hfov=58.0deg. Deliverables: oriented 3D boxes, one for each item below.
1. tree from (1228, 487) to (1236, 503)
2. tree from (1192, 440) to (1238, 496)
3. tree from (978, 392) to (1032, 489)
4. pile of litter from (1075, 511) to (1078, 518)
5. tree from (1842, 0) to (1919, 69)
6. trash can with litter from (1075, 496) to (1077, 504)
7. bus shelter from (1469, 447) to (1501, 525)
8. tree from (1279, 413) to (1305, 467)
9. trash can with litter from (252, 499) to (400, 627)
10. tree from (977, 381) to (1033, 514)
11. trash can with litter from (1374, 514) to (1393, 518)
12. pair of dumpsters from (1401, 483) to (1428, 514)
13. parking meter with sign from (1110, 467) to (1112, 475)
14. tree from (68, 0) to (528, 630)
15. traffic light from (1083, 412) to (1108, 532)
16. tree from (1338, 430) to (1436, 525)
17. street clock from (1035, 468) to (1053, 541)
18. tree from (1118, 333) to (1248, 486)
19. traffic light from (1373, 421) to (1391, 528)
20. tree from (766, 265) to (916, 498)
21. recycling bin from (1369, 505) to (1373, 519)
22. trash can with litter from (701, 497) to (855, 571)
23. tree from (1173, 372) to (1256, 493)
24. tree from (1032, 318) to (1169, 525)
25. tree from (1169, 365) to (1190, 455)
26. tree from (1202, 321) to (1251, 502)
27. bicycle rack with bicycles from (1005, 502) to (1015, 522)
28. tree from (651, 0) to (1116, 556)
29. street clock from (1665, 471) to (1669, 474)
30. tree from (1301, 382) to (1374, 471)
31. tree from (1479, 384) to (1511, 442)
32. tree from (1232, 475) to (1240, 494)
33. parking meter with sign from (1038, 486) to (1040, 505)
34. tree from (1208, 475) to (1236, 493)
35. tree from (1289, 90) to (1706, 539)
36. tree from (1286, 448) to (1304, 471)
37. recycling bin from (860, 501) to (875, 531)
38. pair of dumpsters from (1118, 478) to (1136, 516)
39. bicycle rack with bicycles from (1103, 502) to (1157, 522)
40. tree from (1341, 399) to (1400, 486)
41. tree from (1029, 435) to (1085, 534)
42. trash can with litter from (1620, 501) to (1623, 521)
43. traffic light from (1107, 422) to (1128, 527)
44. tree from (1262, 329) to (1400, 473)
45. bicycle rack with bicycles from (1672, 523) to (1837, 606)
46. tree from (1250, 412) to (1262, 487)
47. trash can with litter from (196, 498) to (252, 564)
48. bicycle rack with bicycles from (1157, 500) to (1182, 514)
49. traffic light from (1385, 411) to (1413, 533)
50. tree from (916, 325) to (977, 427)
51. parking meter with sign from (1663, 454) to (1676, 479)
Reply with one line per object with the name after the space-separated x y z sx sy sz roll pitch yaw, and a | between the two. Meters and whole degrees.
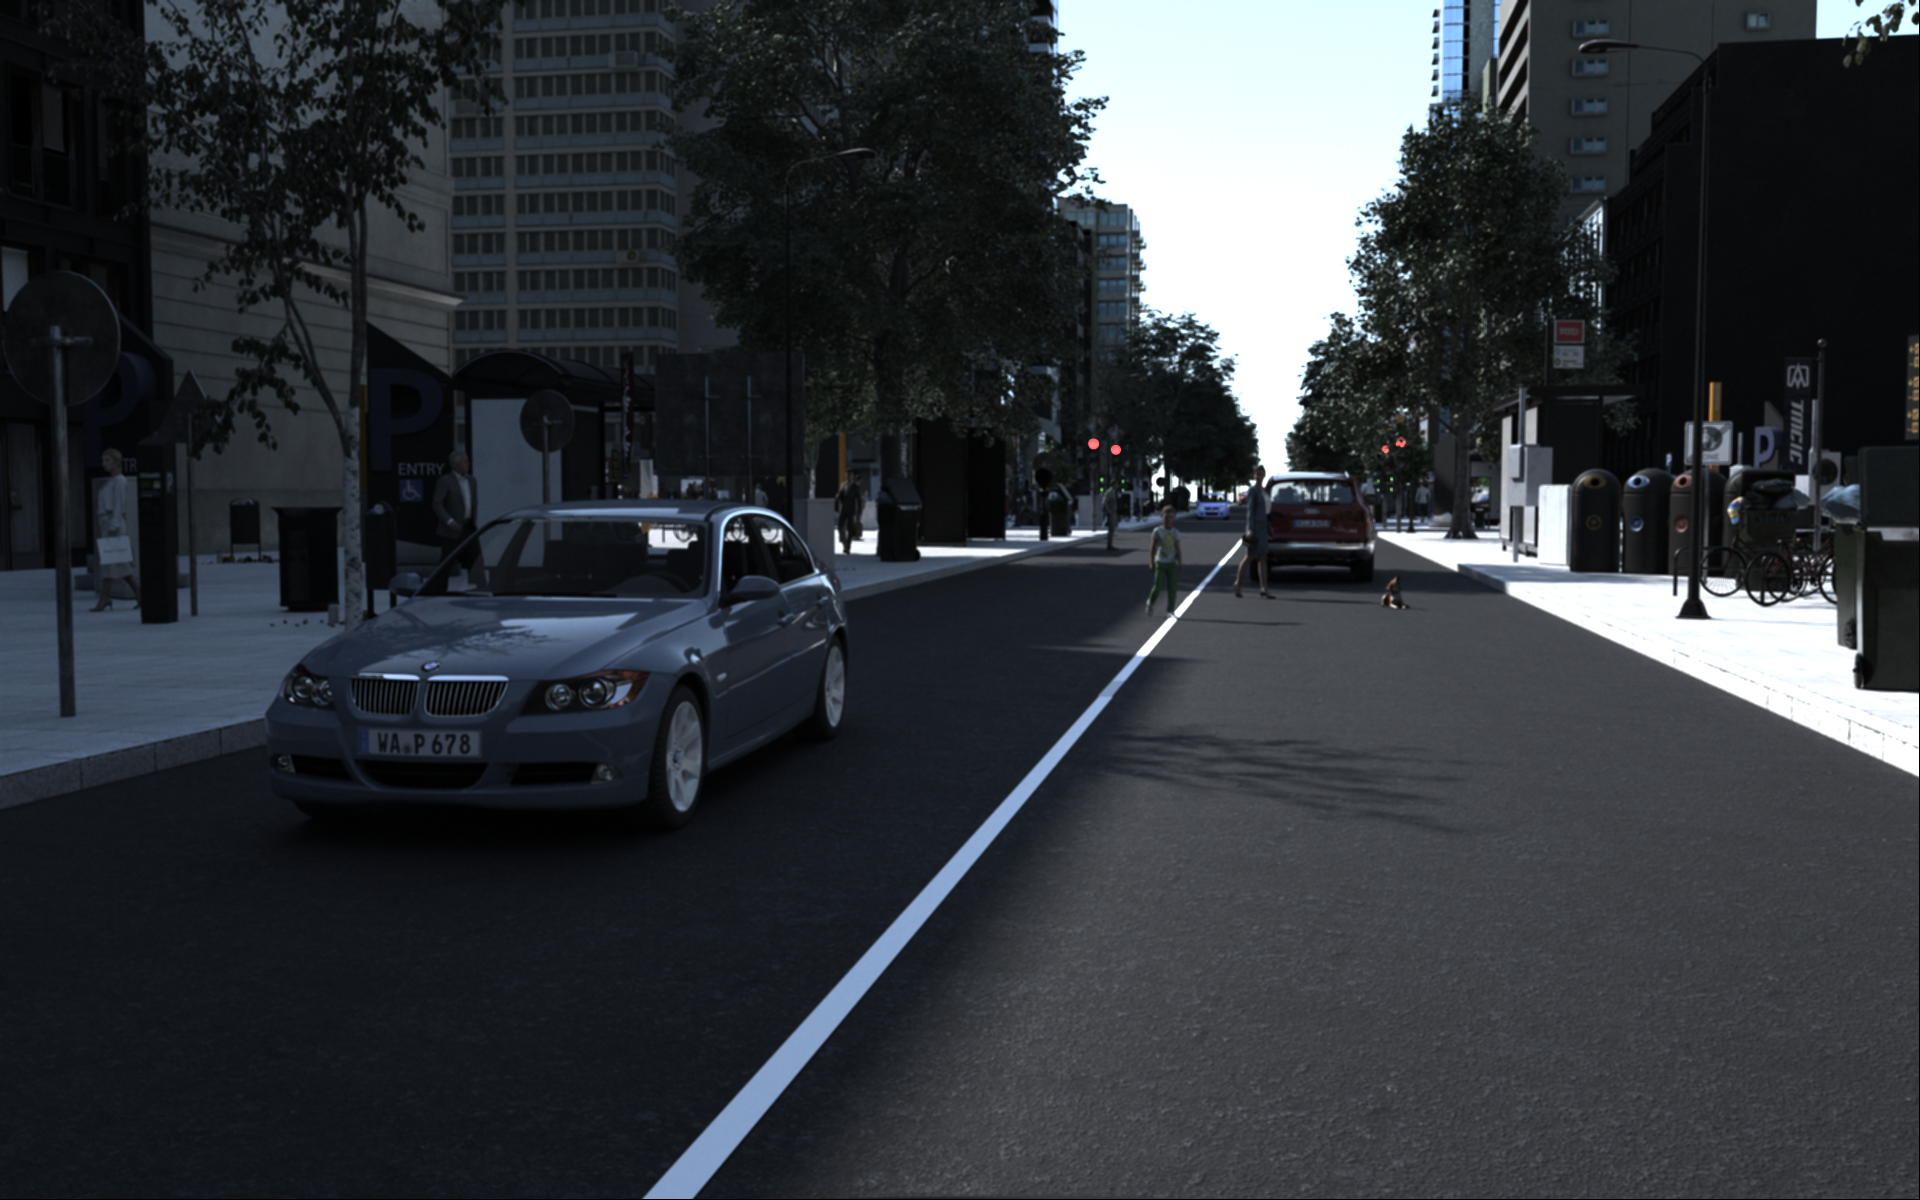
40.339 -16.117 258.112 1.663 3.219 1.824 0 3 0 | tree
23.978 -15.507 171.670 7.486 12.596 7.792 0 3 0 | tree
3.269 -10.397 120.349 4.360 8.622 3.978 0 3 0 | tree
6.955 -4.750 91.622 1.719 0.858 1.176 1 4 9 | pile of litter
6.135 -3.546 8.340 4.360 8.622 3.978 0 3 0 | tree
9.374 -7.689 137.100 1.055 1.170 0.624 3 4 37 | trash can with litter
21.201 -4.560 68.473 2.014 3.302 5.546 1 4 10 | bus shelter
42.634 -17.965 204.097 12.009 13.543 11.850 0 3 0 | tree
-5.531 -0.349 16.770 1.678 1.210 2.233 -3 5 -44 | trash can with litter
2.807 -9.696 108.884 4.737 8.622 4.395 0 3 0 | tree
23.061 -5.077 94.391 1.055 1.170 0.624 1 4 18 | trash can with litter
28.014 -6.390 106.963 1.574 2.255 4.437 1 4 10 | pair of dumpsters
10.377 -6.929 109.556 1.738 3.016 0.543 -1 4 -11 | parking meter with sign
-5.344 -3.914 14.363 4.360 8.622 3.978 0 3 0 | tree
4.595 -4.285 58.981 0.839 4.253 0.868 1 4 11 | traffic light
18.412 -5.449 72.807 4.285 4.588 4.351 0 3 0 | tree
2.317 -2.641 47.745 0.471 2.002 0.358 1 4 21 | street clock
16.475 -13.464 130.502 12.009 13.543 11.850 0 3 0 | tree
15.952 -4.654 65.011 0.839 4.253 0.868 1 4 11 | traffic light
-4.344 -6.186 51.511 4.737 8.622 4.395 0 3 0 | tree
20.117 -4.499 86.107 0.722 1.027 0.722 0 4 7 | recycling bin
-3.024 -1.110 29.204 2.233 1.210 1.678 2 4 30 | trash can with litter
23.034 -14.957 161.550 9.611 12.733 9.660 0 3 0 | tree
5.831 -7.483 72.717 4.360 8.622 3.978 0 3 0 | tree
9.429 -8.429 88.169 4.360 8.622 3.978 0 3 0 | tree
14.085 -12.832 116.454 9.857 13.997 8.962 0 3 0 | tree
1.944 -4.112 80.606 2.925 0.926 2.852 0 4 2 | bicycle rack with bicycles
-1.504 -7.872 35.362 9.857 13.997 8.962 0 3 0 | tree
21.758 -3.006 53.723 0.471 2.002 0.358 -3 4 -36 | street clock
34.428 -14.144 157.016 9.928 11.665 9.643 0 3 0 | tree
30.136 -8.901 95.891 4.737 8.622 4.395 0 3 0 | tree
45.643 -21.385 284.062 7.601 10.594 8.767 -3 4 -38 | tree
4.577 -5.248 82.066 1.738 3.016 0.543 0 4 -2 | parking meter with sign
30.752 -13.500 204.436 4.285 4.588 4.351 0 3 0 | tree
14.547 -8.102 49.474 9.611 12.733 9.660 0 3 0 | tree
50.382 -18.917 243.699 8.767 10.594 7.601 -1 4 -17 | tree
-3.393 -2.967 61.064 0.722 1.027 0.722 -1 4 -13 | recycling bin
9.668 -5.999 100.580 1.574 2.255 4.437 1 4 10 | pair of dumpsters
7.280 -4.090 80.252 2.852 0.926 2.925 0 4 -7 | bicycle rack with bicycles
21.110 -8.374 87.275 4.737 8.622 4.395 0 3 0 | tree
2.968 -3.797 56.675 1.663 3.219 1.824 0 3 0 | tree
25.615 -3.472 68.154 1.055 1.170 0.624 -2 4 -25 | trash can with litter
6.057 -4.765 66.831 0.839 4.253 0.868 1 4 11 | traffic light
29.056 -13.533 127.923 9.857 13.997 8.962 0 3 0 | tree
10.207 -0.465 20.981 2.925 0.926 2.852 -1 4 -8 | bicycle rack with bicycles
35.962 -20.065 234.715 9.857 13.997 8.962 0 3 0 | tree
-13.033 -1.312 32.504 2.233 1.210 1.678 0 4 -8 | trash can with litter
13.291 -6.139 113.757 2.852 0.926 2.925 -2 4 -26 | bicycle rack with bicycles
14.489 -4.174 57.160 0.839 4.253 0.868 1 4 11 | traffic light
-2.360 -6.479 56.289 4.737 8.622 4.395 0 3 0 | tree
31.904 -4.892 76.249 1.738 3.016 0.543 3 5 43 | parking meter with sign
